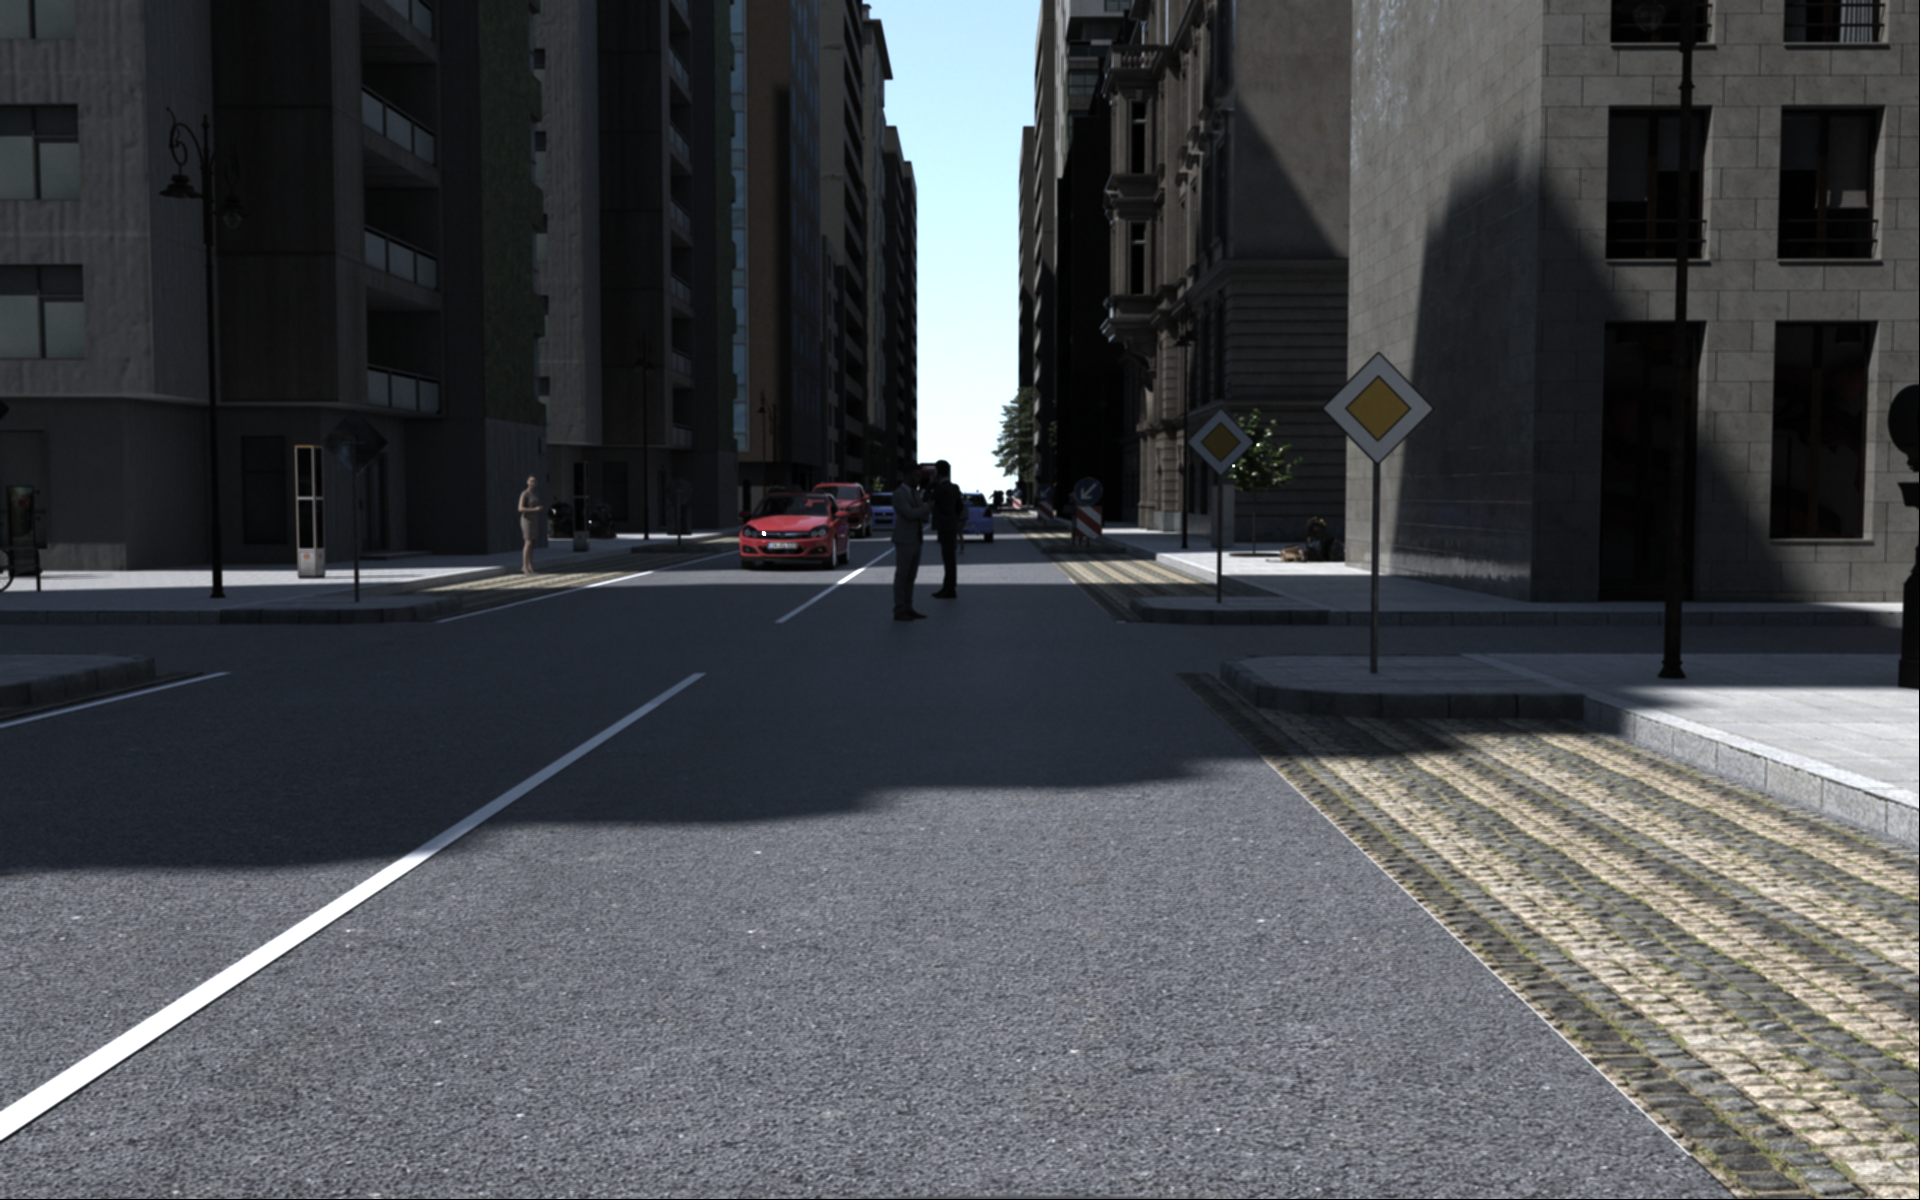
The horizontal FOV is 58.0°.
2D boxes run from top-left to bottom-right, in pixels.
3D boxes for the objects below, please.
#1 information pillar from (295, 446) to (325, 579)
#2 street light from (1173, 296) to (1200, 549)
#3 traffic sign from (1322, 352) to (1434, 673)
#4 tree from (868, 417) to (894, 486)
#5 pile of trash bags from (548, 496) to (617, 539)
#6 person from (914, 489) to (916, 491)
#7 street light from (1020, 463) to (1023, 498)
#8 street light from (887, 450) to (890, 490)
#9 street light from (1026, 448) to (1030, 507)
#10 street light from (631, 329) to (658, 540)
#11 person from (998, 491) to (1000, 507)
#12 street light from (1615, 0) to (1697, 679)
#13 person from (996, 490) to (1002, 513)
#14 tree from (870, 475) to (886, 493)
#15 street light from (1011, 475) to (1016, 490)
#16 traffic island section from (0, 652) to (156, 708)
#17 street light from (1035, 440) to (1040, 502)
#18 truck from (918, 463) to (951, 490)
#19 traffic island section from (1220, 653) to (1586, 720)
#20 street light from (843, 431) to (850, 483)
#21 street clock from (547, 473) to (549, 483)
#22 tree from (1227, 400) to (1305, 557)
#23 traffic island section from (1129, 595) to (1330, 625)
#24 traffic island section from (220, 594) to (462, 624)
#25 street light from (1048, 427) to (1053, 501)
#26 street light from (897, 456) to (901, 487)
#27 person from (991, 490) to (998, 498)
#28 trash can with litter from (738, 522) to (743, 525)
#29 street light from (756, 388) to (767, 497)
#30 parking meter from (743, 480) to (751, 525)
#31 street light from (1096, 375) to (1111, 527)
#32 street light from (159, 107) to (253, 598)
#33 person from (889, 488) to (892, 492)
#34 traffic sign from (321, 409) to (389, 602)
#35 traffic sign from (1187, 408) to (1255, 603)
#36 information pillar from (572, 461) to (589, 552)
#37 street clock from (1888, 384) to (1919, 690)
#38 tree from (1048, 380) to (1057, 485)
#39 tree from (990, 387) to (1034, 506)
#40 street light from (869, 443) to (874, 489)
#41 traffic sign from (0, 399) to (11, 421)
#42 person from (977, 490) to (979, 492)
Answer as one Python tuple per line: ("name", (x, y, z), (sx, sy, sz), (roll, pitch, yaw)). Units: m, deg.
("information pillar", (-9.895, -1.339, 26.377), (0.304, 2.012, 0.304), (0, 4, 6))
("street light", (5.291, -4.149, 40.618), (0.468, 5.910, 1.993), (0, 4, 1))
("traffic sign", (2.964, -0.533, 12.358), (0.795, 2.450, 0.064), (0, 4, 1))
("tree", (-8.623, -13.205, 166.263), (4.737, 8.622, 4.395), (0, 3, 0))
("pile of trash bags", (-11.611, -2.475, 50.222), (3.447, 1.369, 1.912), (0, 4, 7))
("person", (-3.472, -7.596, 132.676), (1.348, 1.826, 0.705), (-3, 5, -44))
("street light", (7.057, -13.889, 199.873), (0.468, 5.910, 1.993), (0, 4, 1))
("street light", (-7.422, -12.695, 180.356), (0.468, 5.910, 1.993), (0, 4, 1))
("street light", (6.743, -12.149, 171.428), (0.468, 5.910, 1.993), (0, 4, 1))
("street light", (-8.833, -4.638, 48.612), (0.468, 5.910, 1.993), (0, 4, 1))
("person", (4.375, -11.572, 197.725), (0.705, 1.821, 1.348), (0, 4, -4))
("street light", (4.979, -2.394, 11.936), (0.468, 5.910, 1.993), (0, 4, 1))
("person", (3.064, -7.639, 134.312), (0.530, 1.710, 0.541), (-3, 5, -40))
("tree", (-8.102, -10.875, 172.406), (1.663, 3.219, 1.824), (0, 3, 0))
("street light", (7.572, -17.247, 254.768), (0.468, 5.910, 1.993), (0, 4, 1))
("traffic island section", (-7.253, 0.595, 12.549), (2.009, 0.180, 2.903), (0, 4, 1))
("street light", (6.497, -10.486, 144.227), (0.468, 5.910, 1.993), (0, 4, 1))
("truck", (-2.309, -10.330, 157.801), (2.839, 4.237, 11.283), (0, 4, 2))
("traffic island section", (2.988, 0.602, 12.435), (2.009, 0.180, 2.903), (0, 4, 1))
("street light", (-8.091, -9.268, 124.323), (0.468, 5.910, 1.993), (0, 4, 1))
("street clock", (-12.660, -2.922, 52.344), (0.471, 2.002, 0.358), (0, 4, -1))
("tree", (5.972, -2.506, 35.580), (1.663, 3.219, 1.824), (0, 3, 0))
("traffic island section", (3.073, 0.114, 20.419), (2.009, 0.180, 2.903), (0, 4, 1))
("traffic island section", (-7.168, 0.107, 20.533), (2.009, 0.180, 2.903), (0, 4, 1))
("street light", (6.126, -8.814, 116.900), (0.468, 5.910, 1.993), (0, 4, 1))
("street light", (-7.273, -14.380, 207.896), (0.468, 5.910, 1.993), (0, 4, 1))
("person", (3.395, -9.589, 165.368), (1.348, 1.812, 0.705), (-2, 4, -30))
("trash can with litter", (-9.410, -3.701, 71.562), (1.678, 1.210, 2.233), (-1, 4, -16))
("street light", (-8.577, -6.302, 75.825), (0.468, 5.910, 1.993), (0, 4, 1))
("parking meter", (-8.607, -3.929, 69.942), (0.255, 1.863, 0.399), (0, 4, 8))
("street light", (5.596, -5.807, 67.725), (0.468, 5.910, 1.993), (0, 4, 1))
("street light", (-9.185, -2.964, 21.257), (0.468, 5.910, 1.993), (0, 4, 1))
("person", (-4.262, -5.985, 106.360), (1.348, 1.823, 0.705), (0, 4, -6))
("traffic sign", (-7.144, -1.029, 20.471), (0.795, 2.450, 0.064), (0, 4, 1))
("traffic sign", (3.049, -1.021, 20.342), (0.795, 2.450, 0.064), (0, 4, 1))
("information pillar", (-8.452, -2.086, 38.605), (0.304, 2.012, 0.304), (0, 4, 1))
("street clock", (6.353, -0.417, 11.393), (0.471, 2.002, 0.358), (-1, 4, -18))
("tree", (7.126, -9.435, 104.625), (4.737, 8.622, 4.395), (0, 3, 0))
("tree", (7.025, -16.203, 183.051), (7.486, 12.596, 7.792), (0, 3, 0))
("street light", (-7.718, -10.983, 152.357), (0.468, 5.910, 1.993), (0, 4, 1))
("traffic sign", (-7.229, -0.541, 12.487), (0.795, 2.450, 0.064), (0, 4, 1))
("person", (1.596, -9.197, 158.899), (0.705, 1.821, 1.348), (-3, 5, -41))
